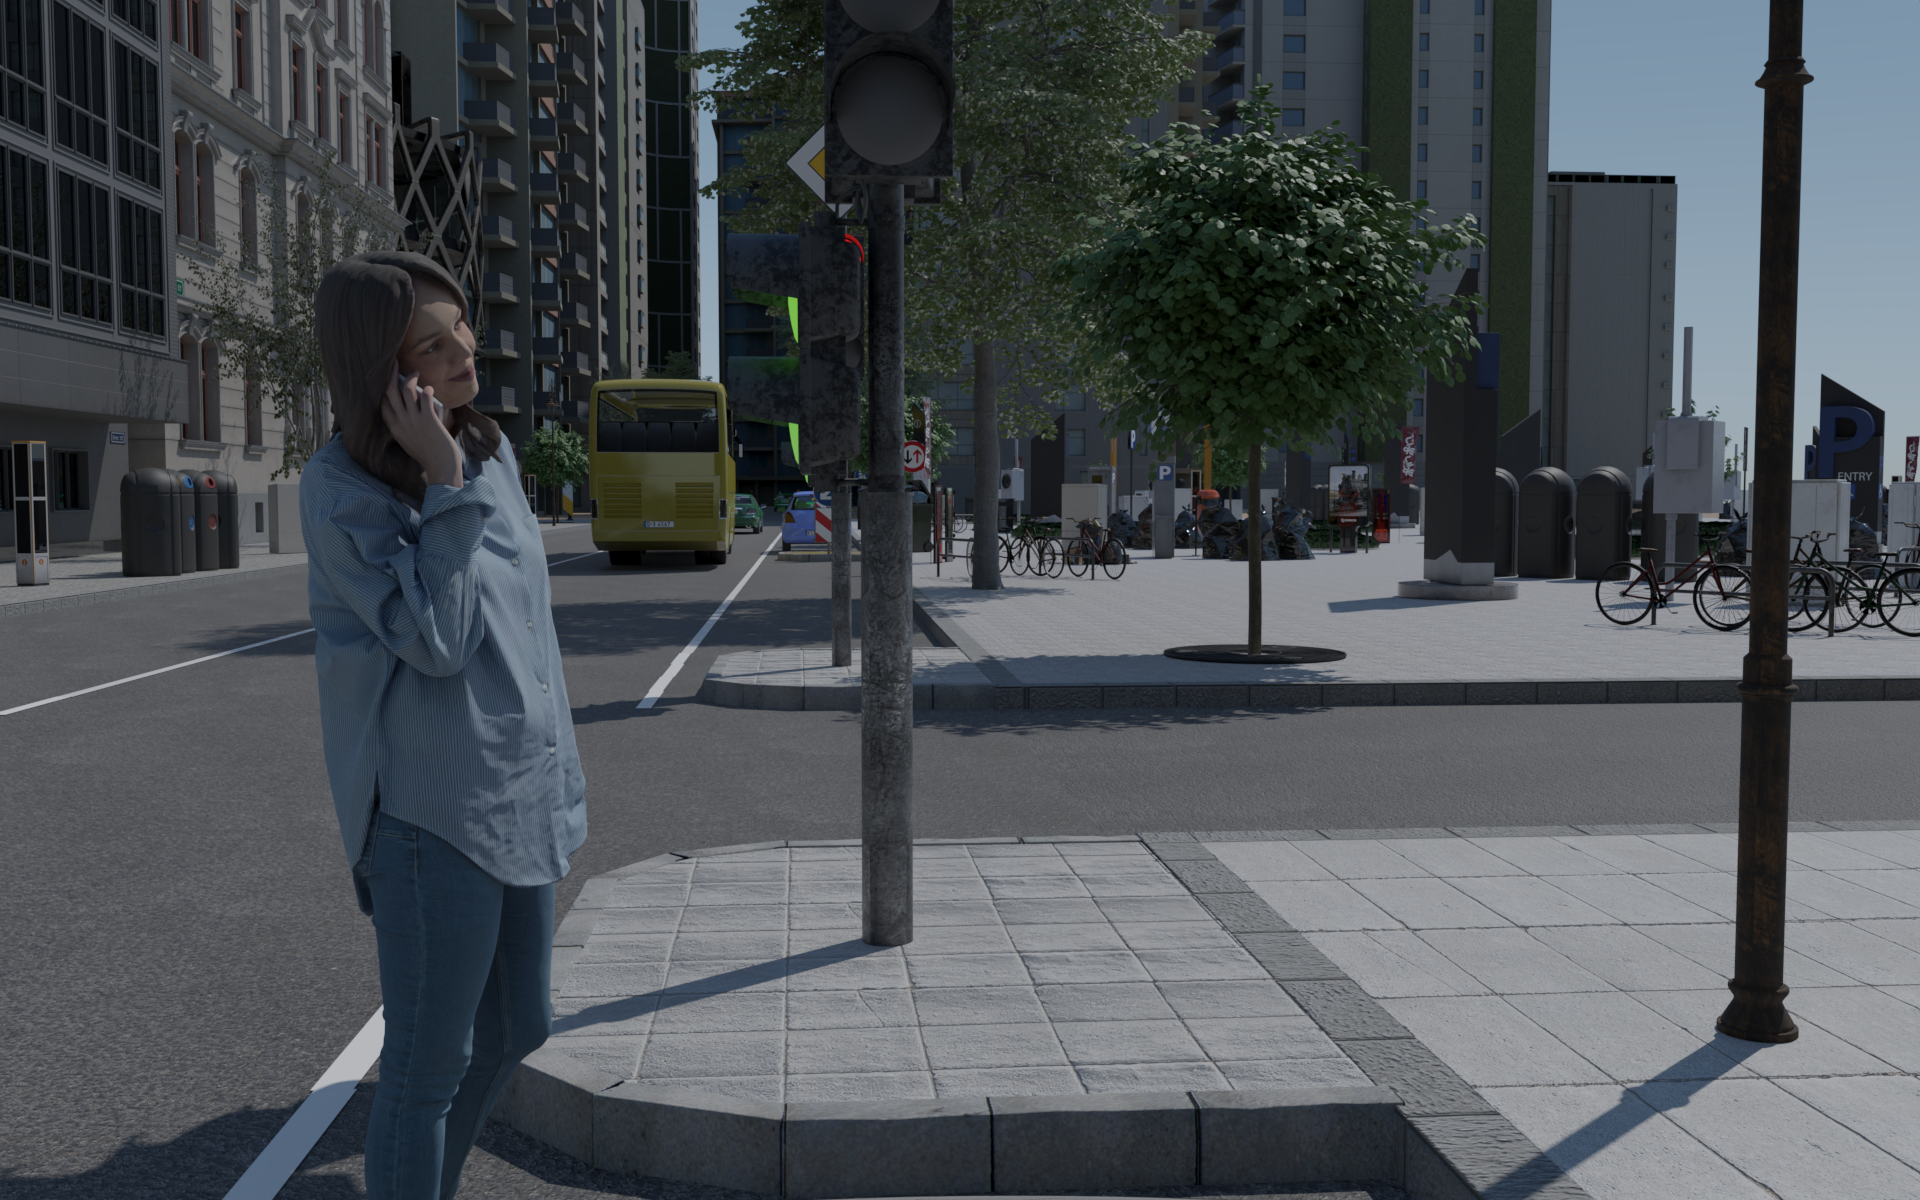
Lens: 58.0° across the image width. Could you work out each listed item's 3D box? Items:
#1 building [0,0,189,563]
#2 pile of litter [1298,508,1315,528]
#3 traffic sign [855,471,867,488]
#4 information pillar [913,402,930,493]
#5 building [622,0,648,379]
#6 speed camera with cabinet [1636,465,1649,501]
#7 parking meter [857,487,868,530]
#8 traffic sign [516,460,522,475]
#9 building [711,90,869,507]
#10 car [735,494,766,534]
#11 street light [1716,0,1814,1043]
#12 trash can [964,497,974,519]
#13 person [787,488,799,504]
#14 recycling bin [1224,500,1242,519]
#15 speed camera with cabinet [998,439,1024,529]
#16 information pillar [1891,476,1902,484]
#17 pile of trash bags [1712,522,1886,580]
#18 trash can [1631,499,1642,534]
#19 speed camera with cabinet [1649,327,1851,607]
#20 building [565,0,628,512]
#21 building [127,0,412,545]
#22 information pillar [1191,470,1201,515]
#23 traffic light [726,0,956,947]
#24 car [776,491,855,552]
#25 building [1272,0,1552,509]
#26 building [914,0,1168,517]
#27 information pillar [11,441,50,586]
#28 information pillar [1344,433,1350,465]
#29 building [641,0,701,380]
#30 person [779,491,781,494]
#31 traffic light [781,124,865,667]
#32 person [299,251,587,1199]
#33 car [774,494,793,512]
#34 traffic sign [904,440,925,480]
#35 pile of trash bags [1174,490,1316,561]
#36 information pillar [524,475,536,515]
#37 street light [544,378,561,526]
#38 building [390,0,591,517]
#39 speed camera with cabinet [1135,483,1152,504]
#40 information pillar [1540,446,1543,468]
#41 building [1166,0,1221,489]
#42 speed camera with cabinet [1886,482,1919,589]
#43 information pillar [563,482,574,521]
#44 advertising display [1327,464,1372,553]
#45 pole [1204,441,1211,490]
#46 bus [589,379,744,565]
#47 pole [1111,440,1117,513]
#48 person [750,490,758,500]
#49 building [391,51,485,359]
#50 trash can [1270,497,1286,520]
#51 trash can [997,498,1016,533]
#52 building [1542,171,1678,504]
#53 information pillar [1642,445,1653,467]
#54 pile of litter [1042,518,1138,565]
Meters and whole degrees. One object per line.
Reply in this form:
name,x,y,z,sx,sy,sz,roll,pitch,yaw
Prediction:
building,-22.693,-14.157,24.975,14.314,27.812,24.014,0,4,-5
pile of litter,10.877,-2.414,53.436,1.176,0.858,1.719,0,4,4
traffic sign,-4.820,-5.225,85.532,0.768,2.556,0.104,0,4,0
information pillar,-0.979,-3.208,43.798,0.504,3.616,0.183,2,4,33
building,-38.139,-31.977,146.530,21.600,48.544,21.300,0,4,-5
speed camera with cabinet,22.915,-3.767,55.929,2.038,3.252,0.660,-1,4,-9
parking meter,-3.518,-3.311,62.550,0.372,1.533,0.369,0,3,0
traffic sign,-16.136,-3.802,62.265,0.768,2.556,0.104,0,4,3
building,-12.933,-32.375,183.956,28.867,44.769,22.147,0,4,-5
car,-8.187,-3.160,63.459,2.131,1.459,4.920,0,4,-4
street light,1.902,-1.906,3.953,0.468,5.910,1.993,0,4,-5
trash can,0.543,-4.229,80.790,0.748,1.137,0.748,0,3,0
person,-8.384,-4.929,89.766,1.217,1.739,0.721,-1,4,-22
recycling bin,12.408,-4.042,78.644,0.722,1.027,0.722,0,4,1
speed camera with cabinet,1.483,-4.186,62.777,0.660,3.252,2.038,-2,4,-35
information pillar,37.241,-3.939,68.892,0.304,2.012,0.304,-3,4,-39
pile of trash bags,13.598,-1.039,26.733,3.447,1.369,1.912,0,4,0
trash can,17.811,-2.087,45.781,0.748,1.137,0.748,0,3,0
speed camera with cabinet,9.269,-1.588,20.293,2.038,3.252,0.660,3,4,37
building,-31.304,-26.808,121.901,14.154,41.232,14.086,0,4,-5
building,-24.853,-15.976,48.595,14.401,28.519,23.554,0,4,-5
information pillar,7.276,-2.993,53.431,0.304,2.012,0.304,0,4,7
traffic light,-0.227,-0.975,4.865,0.839,4.253,0.868,0,4,-5
car,-3.541,-2.018,42.587,1.945,1.707,3.694,0,4,-6
building,34.761,-37.372,153.026,28.212,58.520,21.231,0,4,-5
building,4.178,-25.655,103.051,14.154,41.232,14.086,0,4,-5
information pillar,-12.958,-1.203,24.156,0.304,2.012,0.304,1,4,14
information pillar,14.249,-4.433,63.832,0.183,3.616,0.504,0,4,-6
building,-38.172,-45.412,180.734,20.611,71.187,20.563,0,4,-5
person,-16.813,-9.334,162.053,0.756,1.711,0.436,-2,4,-28
traffic light,-0.902,-1.462,12.821,0.839,4.253,0.868,0,4,-5
person,-0.845,0.365,2.795,0.793,1.790,0.793,-1,4,-23
car,-14.338,-8.173,142.426,1.959,1.807,4.718,0,4,-4
traffic sign,-1.126,-2.517,41.264,0.768,2.556,0.104,0,4,3
pile of trash bags,5.624,-1.534,34.834,1.912,1.369,3.447,-1,4,-20
information pillar,-16.528,-3.800,66.623,0.304,2.012,0.304,3,5,44
street light,-16.259,-5.896,69.182,0.468,5.910,1.993,0,4,-5
building,-33.666,-27.245,100.081,22.147,44.769,28.867,0,4,-5
speed camera with cabinet,9.518,-5.670,87.034,0.660,3.252,2.038,-2,4,-24
information pillar,28.517,-5.729,85.031,0.183,3.616,0.504,1,4,14
building,6.062,-28.746,124.615,22.147,44.769,28.867,0,4,-5
speed camera with cabinet,13.749,-1.785,23.517,2.038,3.252,0.660,0,4,-6
information pillar,-18.915,-5.638,83.533,0.504,3.616,0.183,-2,4,-29
advertising display,8.465,-1.986,37.679,0.974,1.923,0.123,3,4,39
pole,6.259,-3.055,43.791,0.158,3.312,0.155,0,3,0
bus,-6.265,-2.842,38.018,2.896,3.916,12.252,0,4,-7
pole,5.543,-4.205,62.593,0.158,3.312,0.155,0,3,0
person,-19.254,-9.276,160.190,1.348,1.821,0.705,2,4,24
building,-27.967,-12.336,69.153,16.820,18.784,16.811,0,4,-5
trash can,14.452,-4.092,78.550,0.748,1.137,0.748,0,3,0
trash can,1.469,-2.797,57.384,0.748,1.137,0.748,0,3,0
building,55.565,-23.686,158.966,14.107,30.474,14.160,0,4,-5
information pillar,32.508,-5.536,81.872,0.504,3.616,0.183,3,4,38
pile of litter,2.370,-1.093,31.831,1.719,0.858,1.176,1,4,19
